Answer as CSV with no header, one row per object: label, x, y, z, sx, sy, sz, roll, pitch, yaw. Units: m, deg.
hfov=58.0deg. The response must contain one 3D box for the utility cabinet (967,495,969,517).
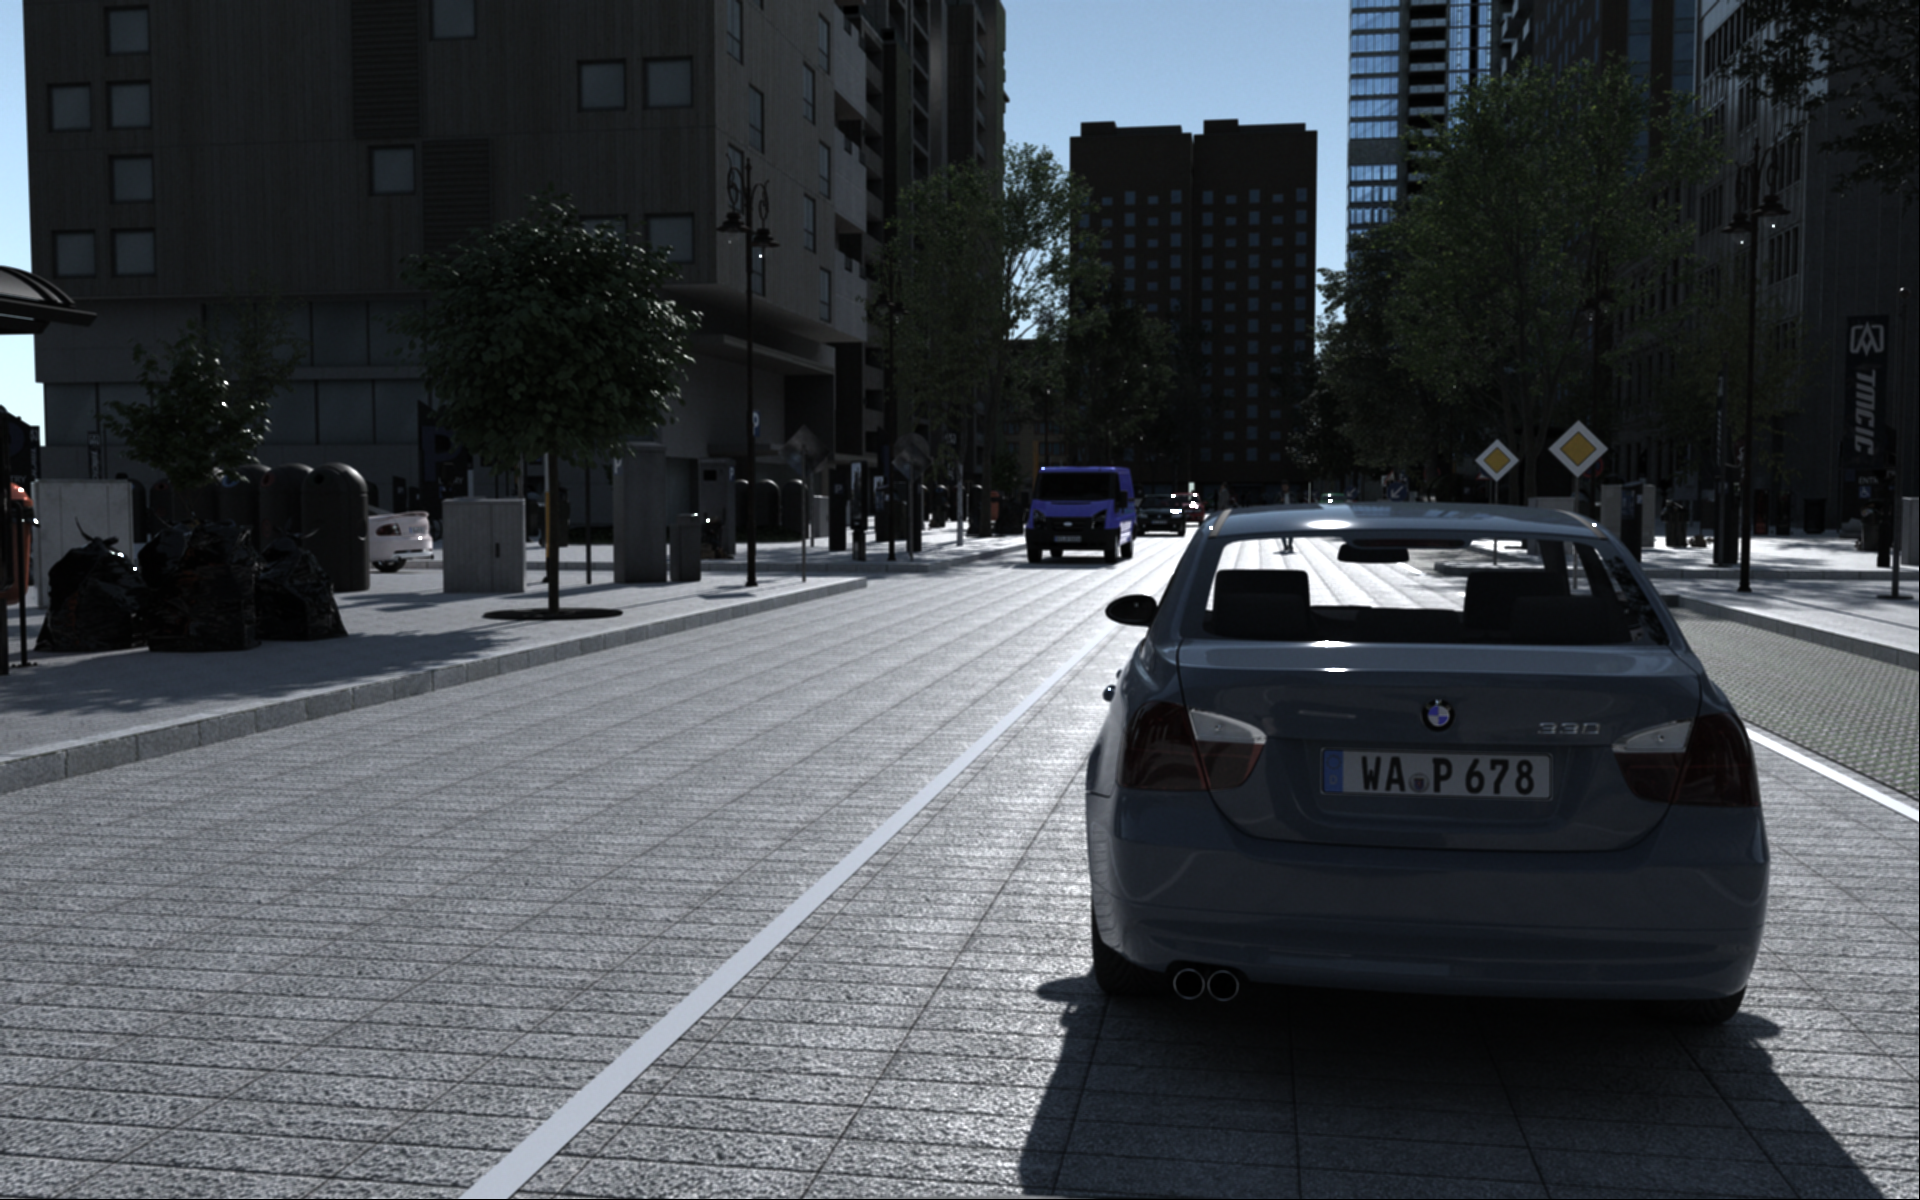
utility cabinet,0.042,-5.125,94.955,0.306,1.237,1.020,3,4,39

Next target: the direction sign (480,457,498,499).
direction sign,-13.225,-3.513,49.430,0.876,3.537,0.379,-1,4,-11

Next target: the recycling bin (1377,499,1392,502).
recycling bin,20.690,-4.370,84.000,0.722,1.027,0.722,2,4,33

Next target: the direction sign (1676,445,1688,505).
direction sign,33.749,-5.444,80.998,0.379,3.537,0.876,-1,4,-12

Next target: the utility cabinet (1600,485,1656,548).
utility cabinet,15.690,-1.958,40.693,1.173,1.500,0.318,0,4,0

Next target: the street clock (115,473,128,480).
street clock,-28.729,-3.354,59.415,0.471,2.002,0.358,3,5,39

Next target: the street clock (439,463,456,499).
street clock,-11.958,-2.194,40.448,0.358,2.002,0.471,-3,4,-36

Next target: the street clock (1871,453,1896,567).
street clock,16.262,-1.582,30.437,0.471,2.002,0.358,2,4,34

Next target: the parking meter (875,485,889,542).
parking meter,-2.087,-2.338,46.636,0.372,1.533,0.369,0,3,0

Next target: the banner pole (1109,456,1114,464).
banner pole,9.100,-6.982,104.170,0.401,3.779,0.863,-1,4,-17

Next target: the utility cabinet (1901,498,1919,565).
utility cabinet,17.604,-1.233,31.317,1.020,1.237,0.306,0,4,-1

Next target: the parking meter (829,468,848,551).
parking meter,-2.755,-2.045,39.146,0.399,1.863,0.255,-1,4,-15

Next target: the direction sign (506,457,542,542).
direction sign,-11.536,-3.304,46.010,0.876,3.537,0.379,-2,4,-28

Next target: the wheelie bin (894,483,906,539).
wheelie bin,-1.612,-2.522,49.142,0.980,1.594,0.693,-3,4,-37

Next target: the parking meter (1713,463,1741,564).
parking meter,14.049,-1.590,31.706,0.255,1.863,0.399,-2,4,-32

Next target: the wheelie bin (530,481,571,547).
wheelie bin,-9.887,-2.099,42.229,0.693,1.594,0.980,-3,4,-37

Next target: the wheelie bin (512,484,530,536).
wheelie bin,-13.171,-2.729,52.524,0.980,1.594,0.693,1,4,14

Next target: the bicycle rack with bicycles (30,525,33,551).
bicycle rack with bicycles,-21.046,-1.560,38.888,2.852,0.926,2.925,0,4,-4

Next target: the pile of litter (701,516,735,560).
pile of litter,-5.135,-1.256,34.501,1.176,0.858,1.719,-2,4,-24

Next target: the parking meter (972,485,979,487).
parking meter,0.970,-6.188,106.890,0.399,1.863,0.255,2,4,29

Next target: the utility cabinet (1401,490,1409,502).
utility cabinet,22.951,-4.950,89.618,0.318,1.500,1.173,2,4,30

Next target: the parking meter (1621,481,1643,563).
parking meter,12.606,-1.474,32.513,0.372,1.533,0.369,0,3,0

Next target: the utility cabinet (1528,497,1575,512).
utility cabinet,12.519,-1.563,36.715,1.020,1.237,0.306,-1,4,-23

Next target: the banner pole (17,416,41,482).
banner pole,-30.052,-4.027,55.861,0.863,3.779,0.401,0,4,-5

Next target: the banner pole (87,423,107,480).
banner pole,-30.187,-4.328,60.775,0.863,3.779,0.401,0,4,5

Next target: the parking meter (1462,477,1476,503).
parking meter,17.107,-3.215,58.269,0.399,1.863,0.255,3,4,36

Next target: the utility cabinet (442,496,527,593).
utility cabinet,-6.204,-0.699,22.598,1.020,1.237,0.306,0,4,-4

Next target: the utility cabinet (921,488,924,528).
utility cabinet,-1.803,-3.392,64.135,0.318,1.500,1.173,-3,4,-37

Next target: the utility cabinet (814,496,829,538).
utility cabinet,-4.132,-2.465,51.459,0.306,1.237,1.020,1,4,15

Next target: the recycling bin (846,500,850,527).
recycling bin,-4.419,-3.436,68.733,0.722,1.027,0.722,0,4,7

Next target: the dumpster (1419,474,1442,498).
dumpster,21.995,-4.727,79.776,1.502,2.255,1.985,1,4,10

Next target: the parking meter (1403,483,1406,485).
parking meter,23.580,-5.313,92.579,0.255,1.863,0.399,-3,4,-36

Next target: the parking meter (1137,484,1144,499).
parking meter,10.505,-5.819,100.845,0.399,1.863,0.255,1,4,10

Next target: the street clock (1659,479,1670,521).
street clock,33.511,-4.764,82.454,0.471,2.002,0.358,1,4,15

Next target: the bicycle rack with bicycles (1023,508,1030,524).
bicycle rack with bicycles,3.151,-3.673,73.434,2.852,0.926,2.925,-2,4,-28

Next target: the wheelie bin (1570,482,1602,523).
wheelie bin,16.117,-2.241,44.542,0.980,1.594,0.693,-3,5,-42

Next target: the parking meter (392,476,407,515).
parking meter,-17.954,-3.047,55.534,0.399,1.863,0.255,-2,4,-35

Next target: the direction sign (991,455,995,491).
direction sign,1.939,-6.692,101.403,0.379,3.537,0.876,-1,4,-14

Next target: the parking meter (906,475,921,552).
parking meter,-1.022,-2.003,38.459,0.255,1.863,0.399,1,4,15

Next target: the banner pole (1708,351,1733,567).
banner pole,13.439,-2.483,30.609,0.401,3.779,0.863,1,4,12

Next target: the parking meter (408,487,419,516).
parking meter,-18.366,-3.052,58.306,0.372,1.533,0.369,0,3,0

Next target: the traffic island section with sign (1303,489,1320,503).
traffic island section with sign,27.060,-7.578,132.524,1.989,1.847,2.006,1,4,10

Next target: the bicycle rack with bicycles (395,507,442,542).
bicycle rack with bicycles,-15.153,-2.015,46.325,2.852,0.926,2.925,3,5,40

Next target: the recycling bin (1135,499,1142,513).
recycling bin,10.008,-5.197,97.525,0.722,1.027,0.722,0,4,8

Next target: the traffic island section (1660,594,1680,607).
traffic island section,8.340,-0.071,23.438,2.009,0.180,2.903,1,4,10

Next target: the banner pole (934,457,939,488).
banner pole,-1.283,-6.835,101.766,0.401,3.779,0.863,-3,5,-41

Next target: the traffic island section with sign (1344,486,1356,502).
traffic island section with sign,18.537,-4.537,82.810,1.989,1.847,2.006,1,4,10

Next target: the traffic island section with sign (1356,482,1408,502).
traffic island section with sign,13.949,-2.897,55.993,1.989,1.847,2.006,1,4,10
